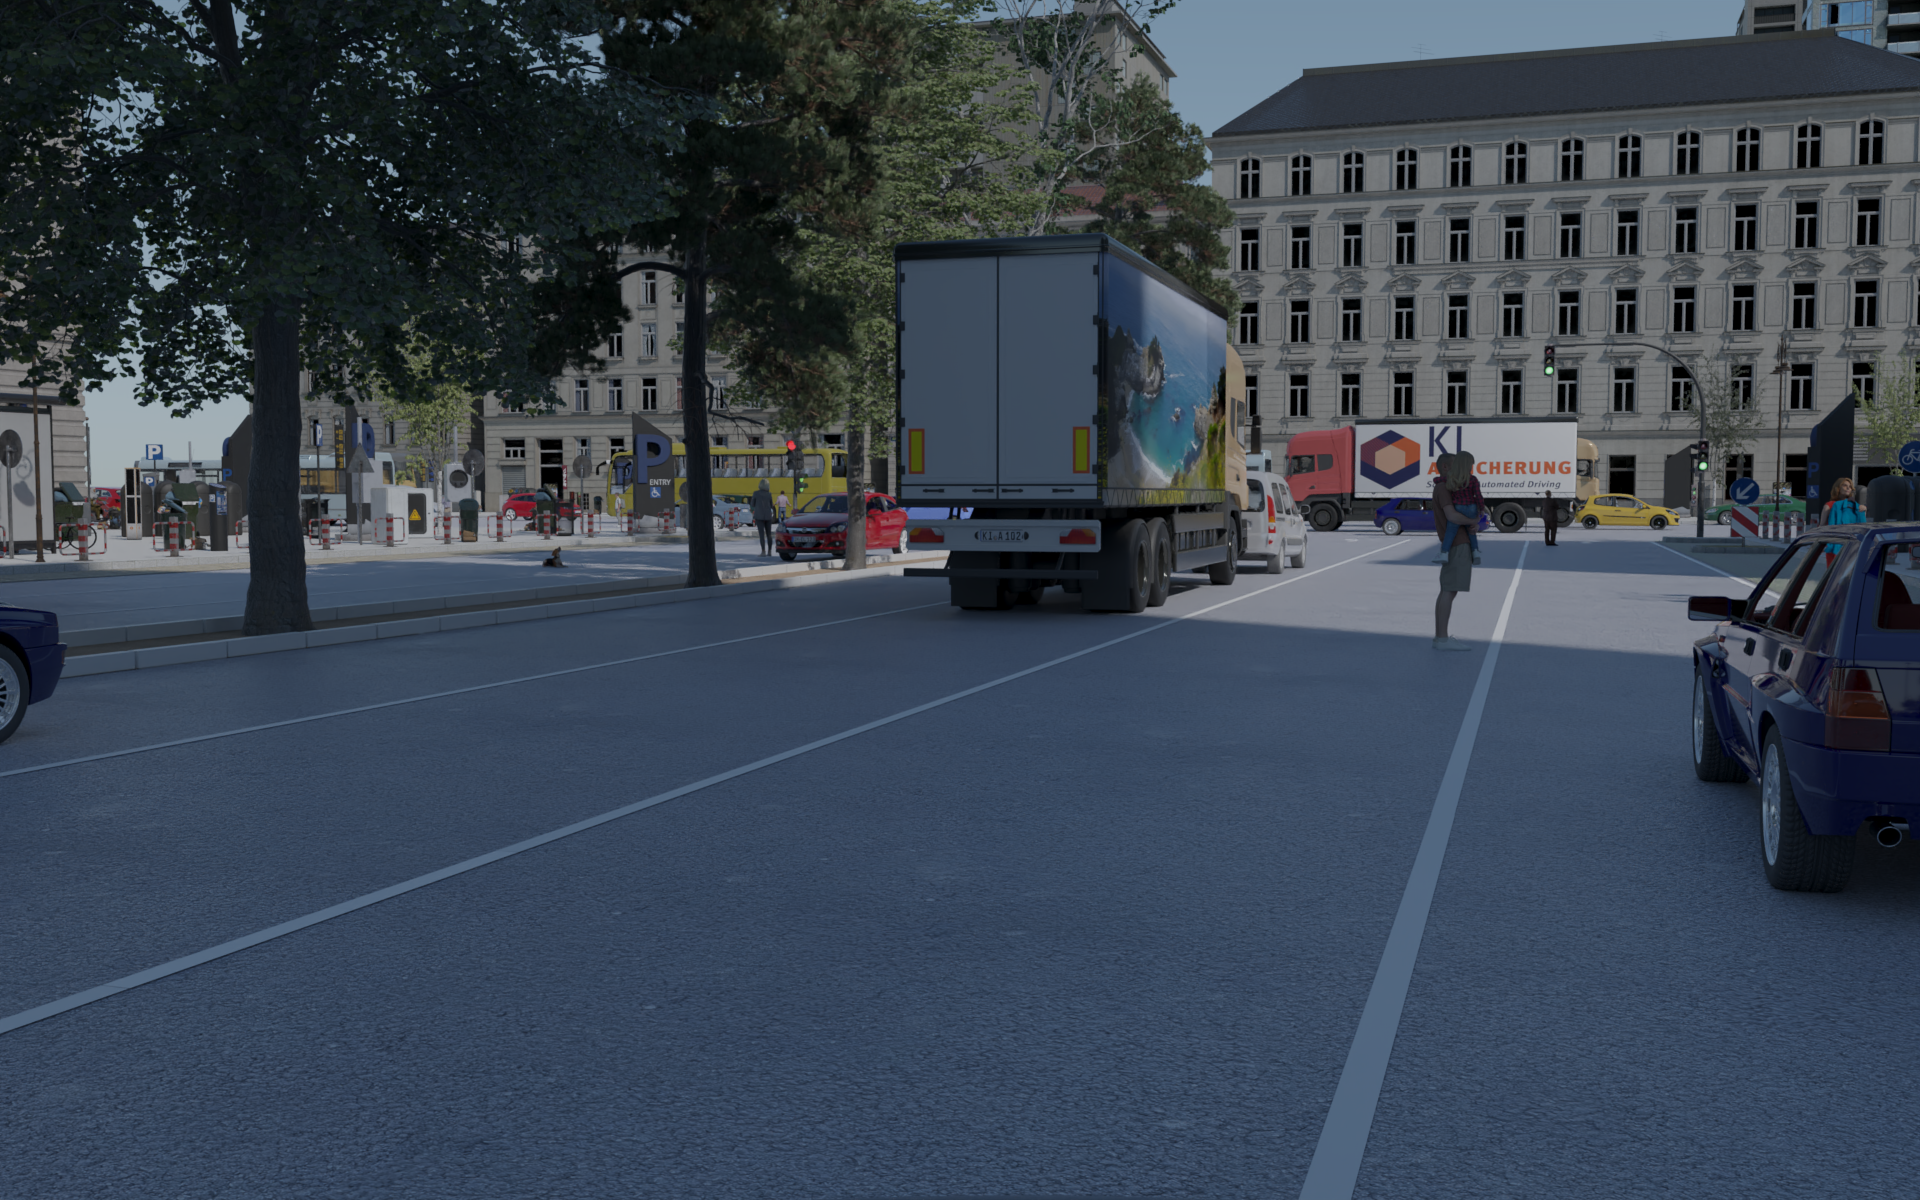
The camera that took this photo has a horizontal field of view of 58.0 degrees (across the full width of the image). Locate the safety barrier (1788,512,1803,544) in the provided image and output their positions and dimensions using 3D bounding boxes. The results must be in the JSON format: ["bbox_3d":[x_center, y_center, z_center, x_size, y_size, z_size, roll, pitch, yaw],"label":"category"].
[{"bbox_3d":[20.650,-1.730,42.556,0.300,0.817,1.120,1,4,18],"label":"safety barrier"}]

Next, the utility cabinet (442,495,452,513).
[{"bbox_3d":[-34.515,-6.440,116.459,0.306,1.237,1.020,-3,5,-42],"label":"utility cabinet"}]

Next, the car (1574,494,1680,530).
[{"bbox_3d":[26.894,-3.647,69.855,3.980,1.641,2.015,1,4,19],"label":"car"}]

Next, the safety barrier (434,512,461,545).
[{"bbox_3d":[-13.026,-1.818,44.007,0.300,0.817,1.120,1,4,18],"label":"safety barrier"}]

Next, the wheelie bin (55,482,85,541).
[{"bbox_3d":[-24.260,-2.392,47.020,0.693,1.594,0.980,0,4,4],"label":"wheelie bin"}]

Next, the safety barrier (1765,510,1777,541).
[{"bbox_3d":[22.135,-2.000,46.975,0.300,0.817,1.120,1,4,18],"label":"safety barrier"}]

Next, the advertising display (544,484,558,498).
[{"bbox_3d":[-25.142,-6.195,106.495,0.123,1.923,0.974,2,4,35],"label":"advertising display"}]

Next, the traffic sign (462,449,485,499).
[{"bbox_3d":[-13.749,-2.984,48.895,0.768,2.556,0.104,2,4,23],"label":"traffic sign"}]

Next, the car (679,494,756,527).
[{"bbox_3d":[-10.687,-4.032,75.707,4.222,1.686,2.009,1,4,17],"label":"car"}]

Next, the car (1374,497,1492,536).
[{"bbox_3d":[16.323,-2.890,59.828,3.894,1.354,1.945,1,4,20],"label":"car"}]

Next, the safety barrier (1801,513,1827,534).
[{"bbox_3d":[19.912,-1.595,40.354,0.300,0.817,1.120,1,4,18],"label":"safety barrier"}]

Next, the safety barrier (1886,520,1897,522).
[{"bbox_3d":[16.946,-1.056,31.533,0.300,0.817,1.120,1,4,18],"label":"safety barrier"}]

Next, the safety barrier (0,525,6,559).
[{"bbox_3d":[-17.453,-1.012,30.818,0.300,0.817,1.120,1,4,18],"label":"safety barrier"}]

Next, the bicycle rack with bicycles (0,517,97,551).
[{"bbox_3d":[-21.238,-1.603,39.593,2.925,0.926,2.852,0,4,-5],"label":"bicycle rack with bicycles"}]

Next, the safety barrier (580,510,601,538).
[{"bbox_3d":[-10.796,-2.223,50.628,0.300,0.817,1.120,1,4,18],"label":"safety barrier"}]

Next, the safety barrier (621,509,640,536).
[{"bbox_3d":[-10.060,-2.358,52.826,0.300,0.817,1.120,1,4,18],"label":"safety barrier"}]

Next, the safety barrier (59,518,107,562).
[{"bbox_3d":[-16.714,-1.146,33.014,0.300,0.817,1.120,1,4,18],"label":"safety barrier"}]

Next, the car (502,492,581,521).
[{"bbox_3d":[-22.440,-5.143,93.134,4.494,1.783,2.155,1,4,20],"label":"car"}]

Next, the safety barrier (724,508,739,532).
[{"bbox_3d":[-7.841,-2.762,59.440,0.300,0.817,1.120,1,4,18],"label":"safety barrier"}]

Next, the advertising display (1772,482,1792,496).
[{"bbox_3d":[43.868,-5.336,92.459,0.974,1.923,0.123,0,4,2],"label":"advertising display"}]

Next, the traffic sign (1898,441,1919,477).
[{"bbox_3d":[22.832,-2.527,41.419,0.768,2.556,0.104,1,4,22],"label":"traffic sign"}]

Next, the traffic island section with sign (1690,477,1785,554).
[{"bbox_3d":[18.894,-2.051,42.156,1.989,1.847,2.006,1,4,18],"label":"traffic island section with sign"}]

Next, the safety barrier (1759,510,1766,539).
[{"bbox_3d":[22.875,-2.135,49.175,0.300,0.817,1.120,1,4,18],"label":"safety barrier"}]

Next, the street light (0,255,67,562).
[{"bbox_3d":[-17.306,-3.647,32.414,0.468,5.910,1.993,1,4,18],"label":"street light"}]

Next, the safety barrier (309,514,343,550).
[{"bbox_3d":[-14.501,-1.550,39.613,0.300,0.817,1.120,1,4,18],"label":"safety barrier"}]

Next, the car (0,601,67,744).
[{"bbox_3d":[-6.641,0.227,8.864,1.945,1.354,3.894,1,4,18],"label":"car"}]

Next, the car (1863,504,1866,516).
[{"bbox_3d":[32.380,-3.114,59.961,4.494,1.783,2.155,1,4,17],"label":"car"}]

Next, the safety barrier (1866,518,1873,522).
[{"bbox_3d":[17.685,-1.190,33.732,0.300,0.817,1.120,1,4,18],"label":"safety barrier"}]

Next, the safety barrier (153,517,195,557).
[{"bbox_3d":[-15.979,-1.281,35.212,0.300,0.817,1.120,1,4,18],"label":"safety barrier"}]

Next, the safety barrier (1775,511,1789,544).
[{"bbox_3d":[21.395,-1.866,44.778,0.300,0.817,1.120,1,4,18],"label":"safety barrier"}]

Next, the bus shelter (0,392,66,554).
[{"bbox_3d":[-21.490,-3.399,33.198,2.179,5.291,8.768,1,4,18],"label":"bus shelter"}]

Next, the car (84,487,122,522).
[{"bbox_3d":[-45.148,-4.990,90.259,5.304,1.827,2.281,1,4,17],"label":"car"}]

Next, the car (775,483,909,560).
[{"bbox_3d":[-2.563,-1.797,38.425,2.155,1.783,4.494,1,4,19],"label":"car"}]

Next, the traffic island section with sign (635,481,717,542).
[{"bbox_3d":[-8.383,-2.647,51.909,1.989,1.847,2.006,1,4,18],"label":"traffic island section with sign"}]

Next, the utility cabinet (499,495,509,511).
[{"bbox_3d":[-28.857,-6.020,109.589,0.306,1.237,1.020,0,4,3],"label":"utility cabinet"}]

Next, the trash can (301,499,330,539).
[{"bbox_3d":[-18.507,-2.337,49.871,0.748,1.137,0.748,0,3,0],"label":"trash can"}]

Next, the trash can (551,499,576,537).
[{"bbox_3d":[-12.013,-2.499,52.505,0.748,1.137,0.748,0,3,0],"label":"trash can"}]

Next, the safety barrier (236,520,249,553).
[{"bbox_3d":[-15.239,-1.415,37.417,0.300,0.817,1.120,1,4,18],"label":"safety barrier"}]

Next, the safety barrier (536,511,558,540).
[{"bbox_3d":[-11.545,-2.088,48.415,0.300,0.817,1.120,1,4,18],"label":"safety barrier"}]

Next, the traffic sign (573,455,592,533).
[{"bbox_3d":[-12.241,-3.424,56.085,0.768,2.556,0.104,2,4,24],"label":"traffic sign"}]

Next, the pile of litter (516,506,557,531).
[{"bbox_3d":[-14.692,-2.839,60.388,1.719,0.858,1.176,1,4,13],"label":"pile of litter"}]

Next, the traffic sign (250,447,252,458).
[{"bbox_3d":[-15.844,-2.402,39.384,0.768,2.556,0.104,1,4,21],"label":"traffic sign"}]

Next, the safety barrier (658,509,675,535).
[{"bbox_3d":[-9.319,-2.493,55.031,0.300,0.817,1.120,1,4,18],"label":"safety barrier"}]

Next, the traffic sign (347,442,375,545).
[{"bbox_3d":[-15.011,-2.650,43.333,0.884,2.594,0.081,2,4,23],"label":"traffic sign"}]

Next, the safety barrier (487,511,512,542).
[{"bbox_3d":[-12.280,-1.954,46.218,0.300,0.817,1.120,1,4,18],"label":"safety barrier"}]

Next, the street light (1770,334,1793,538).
[{"bbox_3d":[23.800,-4.741,50.307,0.468,5.910,1.993,1,4,18],"label":"street light"}]

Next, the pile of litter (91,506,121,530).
[{"bbox_3d":[-30.687,-2.976,62.626,1.719,0.858,1.176,-2,4,-29],"label":"pile of litter"}]

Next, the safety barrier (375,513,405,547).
[{"bbox_3d":[-13.760,-1.684,41.810,0.300,0.817,1.120,1,4,18],"label":"safety barrier"}]

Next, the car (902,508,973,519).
[{"bbox_3d":[-1.153,-3.444,65.908,3.694,1.707,1.945,1,4,19],"label":"car"}]

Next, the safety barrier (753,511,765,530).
[{"bbox_3d":[-7.105,-2.897,61.637,0.300,0.817,1.120,1,4,18],"label":"safety barrier"}]

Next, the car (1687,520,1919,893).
[{"bbox_3d":[4.161,0.323,7.299,1.945,1.354,3.894,1,4,17],"label":"car"}]

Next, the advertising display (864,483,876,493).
[{"bbox_3d":[-5.405,-5.869,101.169,0.974,1.923,0.123,1,4,16],"label":"advertising display"}]

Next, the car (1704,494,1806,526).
[{"bbox_3d":[36.706,-4.140,79.479,4.920,1.459,2.131,1,4,19],"label":"car"}]

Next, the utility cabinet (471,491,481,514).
[{"bbox_3d":[-31.385,-6.333,112.226,0.318,1.500,1.173,-2,4,-35],"label":"utility cabinet"}]

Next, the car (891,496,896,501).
[{"bbox_3d":[-2.428,-4.869,92.195,3.894,1.354,1.945,1,4,17],"label":"car"}]

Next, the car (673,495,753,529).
[{"bbox_3d":[-10.496,-3.475,68.811,4.499,1.417,2.014,1,4,17],"label":"car"}]

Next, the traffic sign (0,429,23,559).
[{"bbox_3d":[-18.684,-2.076,34.044,0.768,2.556,0.104,2,4,27],"label":"traffic sign"}]
